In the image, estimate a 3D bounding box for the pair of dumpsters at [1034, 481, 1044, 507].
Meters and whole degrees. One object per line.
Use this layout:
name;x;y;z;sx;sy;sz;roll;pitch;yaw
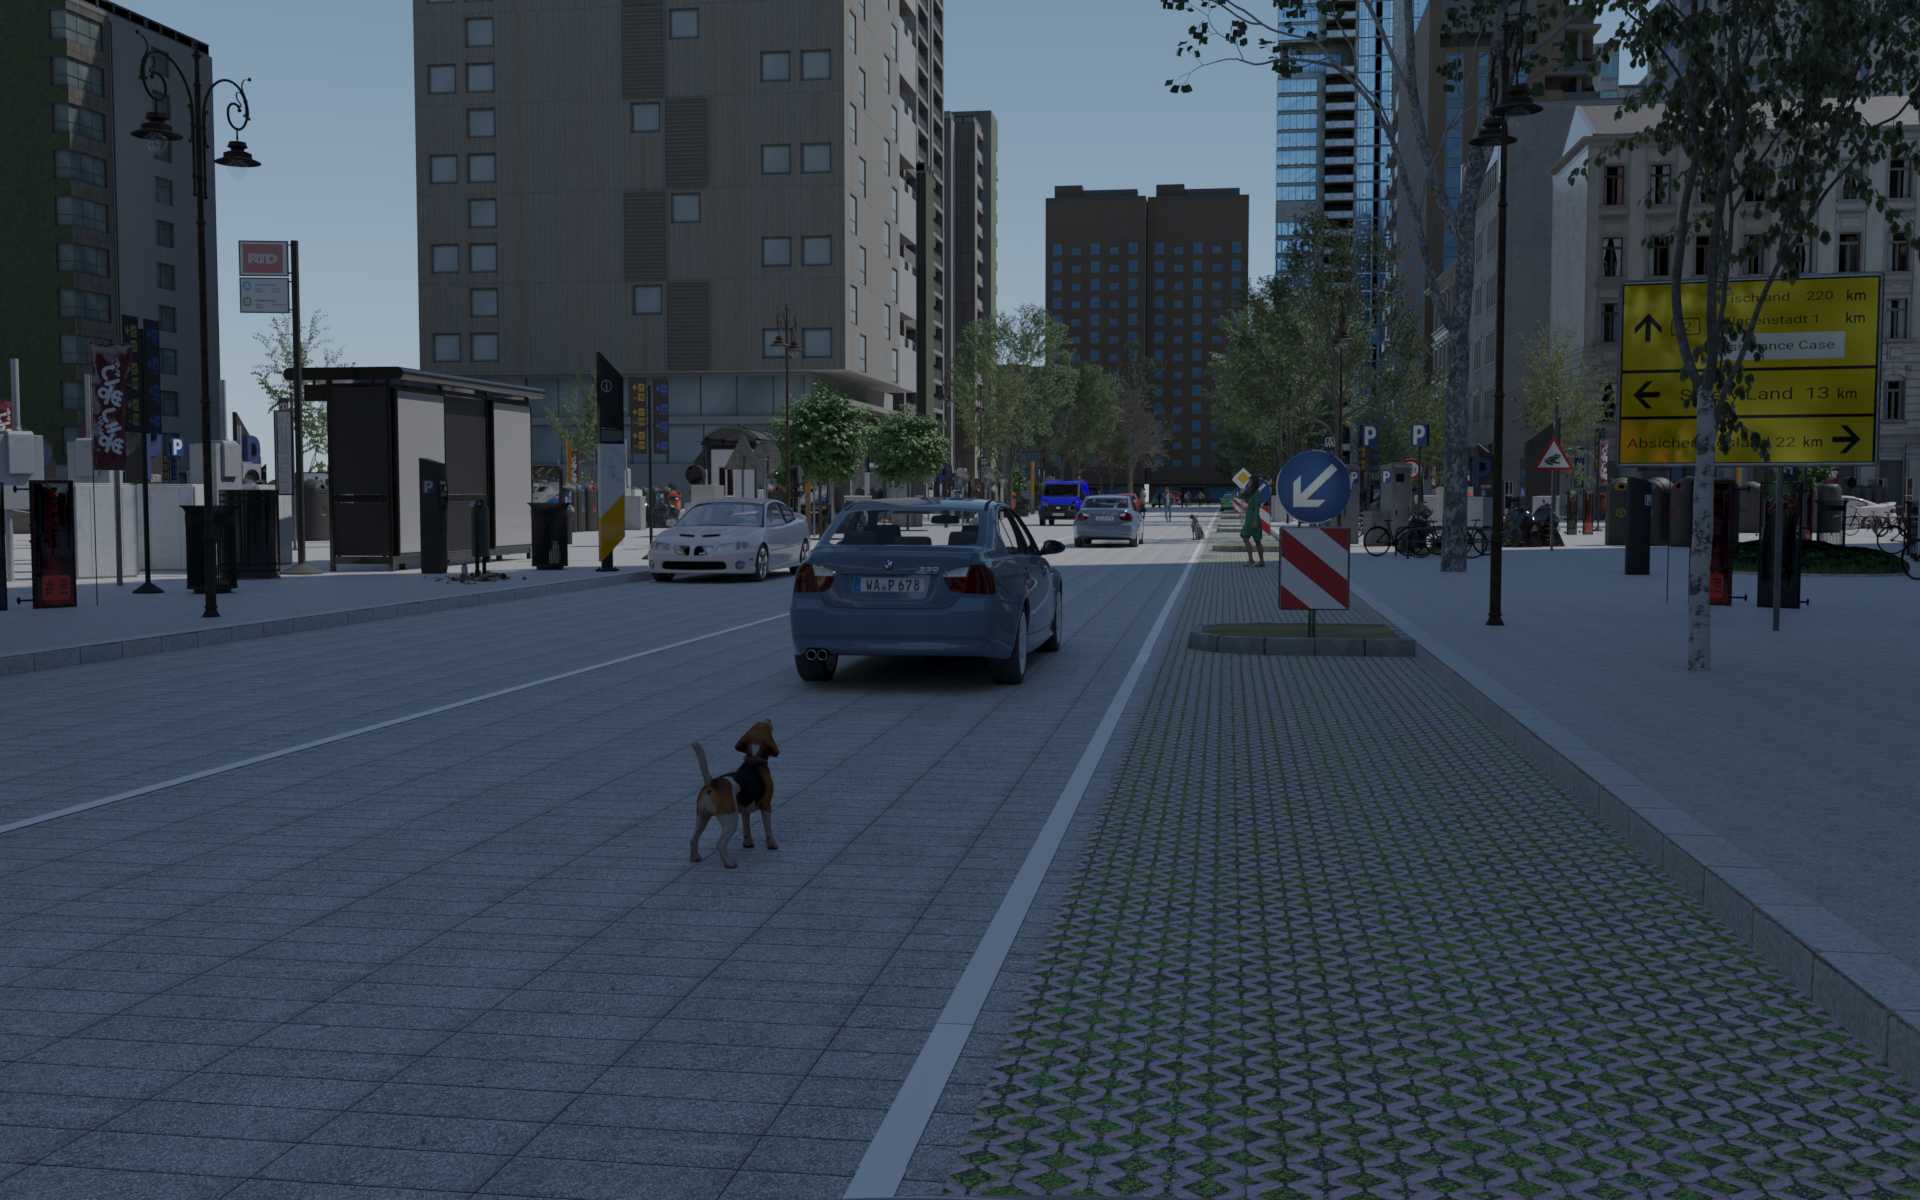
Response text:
pair of dumpsters;5.433;-7.524;125.518;1.574;2.255;4.437;1;4;9

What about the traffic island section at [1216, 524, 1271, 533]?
traffic island section;10.731;-2.648;65.569;2.009;0.180;2.903;1;4;9

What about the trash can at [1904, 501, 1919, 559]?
trash can;19.170;-1.394;34.438;0.748;1.137;0.748;0;3;0

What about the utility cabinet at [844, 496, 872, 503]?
utility cabinet;-3.798;-3.261;64.476;1.020;1.237;0.306;0;4;-5

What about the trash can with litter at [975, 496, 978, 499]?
trash can with litter;1.067;-8.089;143.639;0.624;1.170;1.055;-3;5;-42

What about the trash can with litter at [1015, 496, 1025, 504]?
trash can with litter;3.294;-5.403;99.718;1.055;1.170;0.624;-2;4;-27

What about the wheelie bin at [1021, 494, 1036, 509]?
wheelie bin;5.134;-7.620;132.494;0.980;1.594;0.693;-1;4;-17

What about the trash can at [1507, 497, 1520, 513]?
trash can;27.830;-4.605;86.947;0.748;1.137;0.748;0;3;0

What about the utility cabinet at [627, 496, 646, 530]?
utility cabinet;-11.639;-3.092;61.712;1.020;1.237;0.306;3;4;37

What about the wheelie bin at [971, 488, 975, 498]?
wheelie bin;0.331;-5.088;91.096;0.980;1.594;0.693;-3;4;-38

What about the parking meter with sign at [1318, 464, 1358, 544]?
parking meter with sign;9.894;-2.949;44.473;0.543;3.016;1.738;-2;4;-30

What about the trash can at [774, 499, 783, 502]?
trash can;-5.091;-2.120;46.320;0.748;1.137;0.748;0;3;0

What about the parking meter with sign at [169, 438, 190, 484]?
parking meter with sign;-23.693;-3.533;54.023;1.738;3.016;0.543;1;4;14

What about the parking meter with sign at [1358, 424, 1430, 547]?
parking meter with sign;10.723;-2.840;42.690;1.738;3.016;0.543;-2;4;-31

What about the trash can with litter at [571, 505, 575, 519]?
trash can with litter;-15.731;-3.478;68.250;0.624;1.170;1.055;-3;4;-39

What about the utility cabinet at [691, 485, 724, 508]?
utility cabinet;-5.995;-1.991;41.238;0.318;1.500;1.173;-2;4;-35

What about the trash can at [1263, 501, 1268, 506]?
trash can;19.070;-5.846;107.235;0.748;1.137;0.748;0;3;0

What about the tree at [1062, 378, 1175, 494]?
tree;15.839;-16.495;180.060;12.009;13.543;11.850;0;3;0

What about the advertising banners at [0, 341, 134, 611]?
advertising banners;-10.214;-1.420;19.400;0.090;3.025;2.074;2;4;35

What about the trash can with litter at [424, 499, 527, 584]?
trash can with litter;-7.294;-0.893;25.651;1.678;1.210;2.233;0;4;-4

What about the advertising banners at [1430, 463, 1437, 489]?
advertising banners;27.039;-6.151;96.762;0.090;3.025;2.074;-2;4;-32

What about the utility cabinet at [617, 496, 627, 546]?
utility cabinet;-8.569;-1.932;42.742;0.306;1.237;1.020;0;4;5

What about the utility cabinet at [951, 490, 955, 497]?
utility cabinet;-0.122;-5.957;106.083;0.318;1.500;1.173;-3;4;-38

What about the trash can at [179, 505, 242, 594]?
trash can;-9.690;-0.658;22.417;0.748;1.137;0.748;0;3;0

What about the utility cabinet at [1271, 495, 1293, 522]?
utility cabinet;14.677;-4.144;78.916;1.020;1.237;0.306;-2;4;-24

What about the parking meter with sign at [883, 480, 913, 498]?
parking meter with sign;-2.948;-5.019;78.325;1.738;3.016;0.543;1;4;13

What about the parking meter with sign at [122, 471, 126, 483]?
parking meter with sign;-47.134;-6.107;96.105;1.738;3.016;0.543;0;4;4

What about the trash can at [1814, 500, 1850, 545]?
trash can;20.041;-1.724;39.841;0.748;1.137;0.748;0;3;0

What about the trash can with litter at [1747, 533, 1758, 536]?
trash can with litter;24.765;-2.553;52.795;1.678;1.210;2.233;2;4;34

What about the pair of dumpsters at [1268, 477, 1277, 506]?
pair of dumpsters;19.095;-6.180;103.540;1.574;2.255;4.437;1;4;9

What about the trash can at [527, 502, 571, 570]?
trash can;-6.955;-1.082;29.350;0.748;1.137;0.748;0;3;0

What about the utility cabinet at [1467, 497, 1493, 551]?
utility cabinet;11.777;-1.724;39.353;0.306;1.237;1.020;-1;4;-10

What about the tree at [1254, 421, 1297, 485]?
tree;23.274;-10.940;129.230;4.737;8.622;4.395;0;3;0

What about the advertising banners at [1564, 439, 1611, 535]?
advertising banners;19.759;-3.565;54.479;2.074;3.025;0.090;-2;4;-31

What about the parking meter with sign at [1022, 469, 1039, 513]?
parking meter with sign;4.629;-7.590;120.355;1.738;3.016;0.543;0;4;7

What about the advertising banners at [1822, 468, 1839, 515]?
advertising banners;23.457;-3.180;48.185;2.074;3.025;0.090;1;4;12

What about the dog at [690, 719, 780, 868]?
dog;-0.893;0.761;6.851;0.406;0.507;0.540;-1;4;-17

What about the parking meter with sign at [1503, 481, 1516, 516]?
parking meter with sign;31.438;-6.286;99.033;1.738;3.016;0.543;1;4;22

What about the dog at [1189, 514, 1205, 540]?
dog;7.353;-2.260;53.792;0.513;0.831;0.800;1;4;8

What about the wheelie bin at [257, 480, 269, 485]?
wheelie bin;-15.538;-1.877;38.596;0.693;1.594;0.980;-3;4;-36

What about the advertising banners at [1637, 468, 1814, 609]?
advertising banners;8.685;-1.450;19.903;2.074;3.025;0.090;3;5;43

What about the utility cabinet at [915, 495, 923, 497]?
utility cabinet;-2.229;-5.028;93.369;0.306;1.237;1.020;1;4;14

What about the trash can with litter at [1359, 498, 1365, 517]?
trash can with litter;19.627;-4.452;84.178;1.055;1.170;0.624;0;4;4

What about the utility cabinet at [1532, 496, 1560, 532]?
utility cabinet;18.998;-2.754;56.192;0.306;1.237;1.020;-1;4;-19

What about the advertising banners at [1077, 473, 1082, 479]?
advertising banners;9.403;-9.095;144.893;0.090;3.025;2.074;-3;5;-43

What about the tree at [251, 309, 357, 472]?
tree;-25.637;-7.203;68.131;4.737;8.622;4.395;0;3;0

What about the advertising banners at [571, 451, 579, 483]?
advertising banners;-14.888;-4.484;69.504;2.074;3.025;0.090;2;4;27

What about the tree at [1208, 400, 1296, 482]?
tree;29.188;-15.315;167.412;9.611;12.733;9.660;0;3;0

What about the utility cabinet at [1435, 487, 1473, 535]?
utility cabinet;15.489;-2.792;54.330;1.173;1.500;0.318;-1;4;-18

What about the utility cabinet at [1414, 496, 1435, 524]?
utility cabinet;19.854;-3.819;73.607;1.020;1.237;0.306;0;4;-2

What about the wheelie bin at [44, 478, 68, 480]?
wheelie bin;-17.643;-1.582;33.767;0.980;1.594;0.693;-2;4;-25
